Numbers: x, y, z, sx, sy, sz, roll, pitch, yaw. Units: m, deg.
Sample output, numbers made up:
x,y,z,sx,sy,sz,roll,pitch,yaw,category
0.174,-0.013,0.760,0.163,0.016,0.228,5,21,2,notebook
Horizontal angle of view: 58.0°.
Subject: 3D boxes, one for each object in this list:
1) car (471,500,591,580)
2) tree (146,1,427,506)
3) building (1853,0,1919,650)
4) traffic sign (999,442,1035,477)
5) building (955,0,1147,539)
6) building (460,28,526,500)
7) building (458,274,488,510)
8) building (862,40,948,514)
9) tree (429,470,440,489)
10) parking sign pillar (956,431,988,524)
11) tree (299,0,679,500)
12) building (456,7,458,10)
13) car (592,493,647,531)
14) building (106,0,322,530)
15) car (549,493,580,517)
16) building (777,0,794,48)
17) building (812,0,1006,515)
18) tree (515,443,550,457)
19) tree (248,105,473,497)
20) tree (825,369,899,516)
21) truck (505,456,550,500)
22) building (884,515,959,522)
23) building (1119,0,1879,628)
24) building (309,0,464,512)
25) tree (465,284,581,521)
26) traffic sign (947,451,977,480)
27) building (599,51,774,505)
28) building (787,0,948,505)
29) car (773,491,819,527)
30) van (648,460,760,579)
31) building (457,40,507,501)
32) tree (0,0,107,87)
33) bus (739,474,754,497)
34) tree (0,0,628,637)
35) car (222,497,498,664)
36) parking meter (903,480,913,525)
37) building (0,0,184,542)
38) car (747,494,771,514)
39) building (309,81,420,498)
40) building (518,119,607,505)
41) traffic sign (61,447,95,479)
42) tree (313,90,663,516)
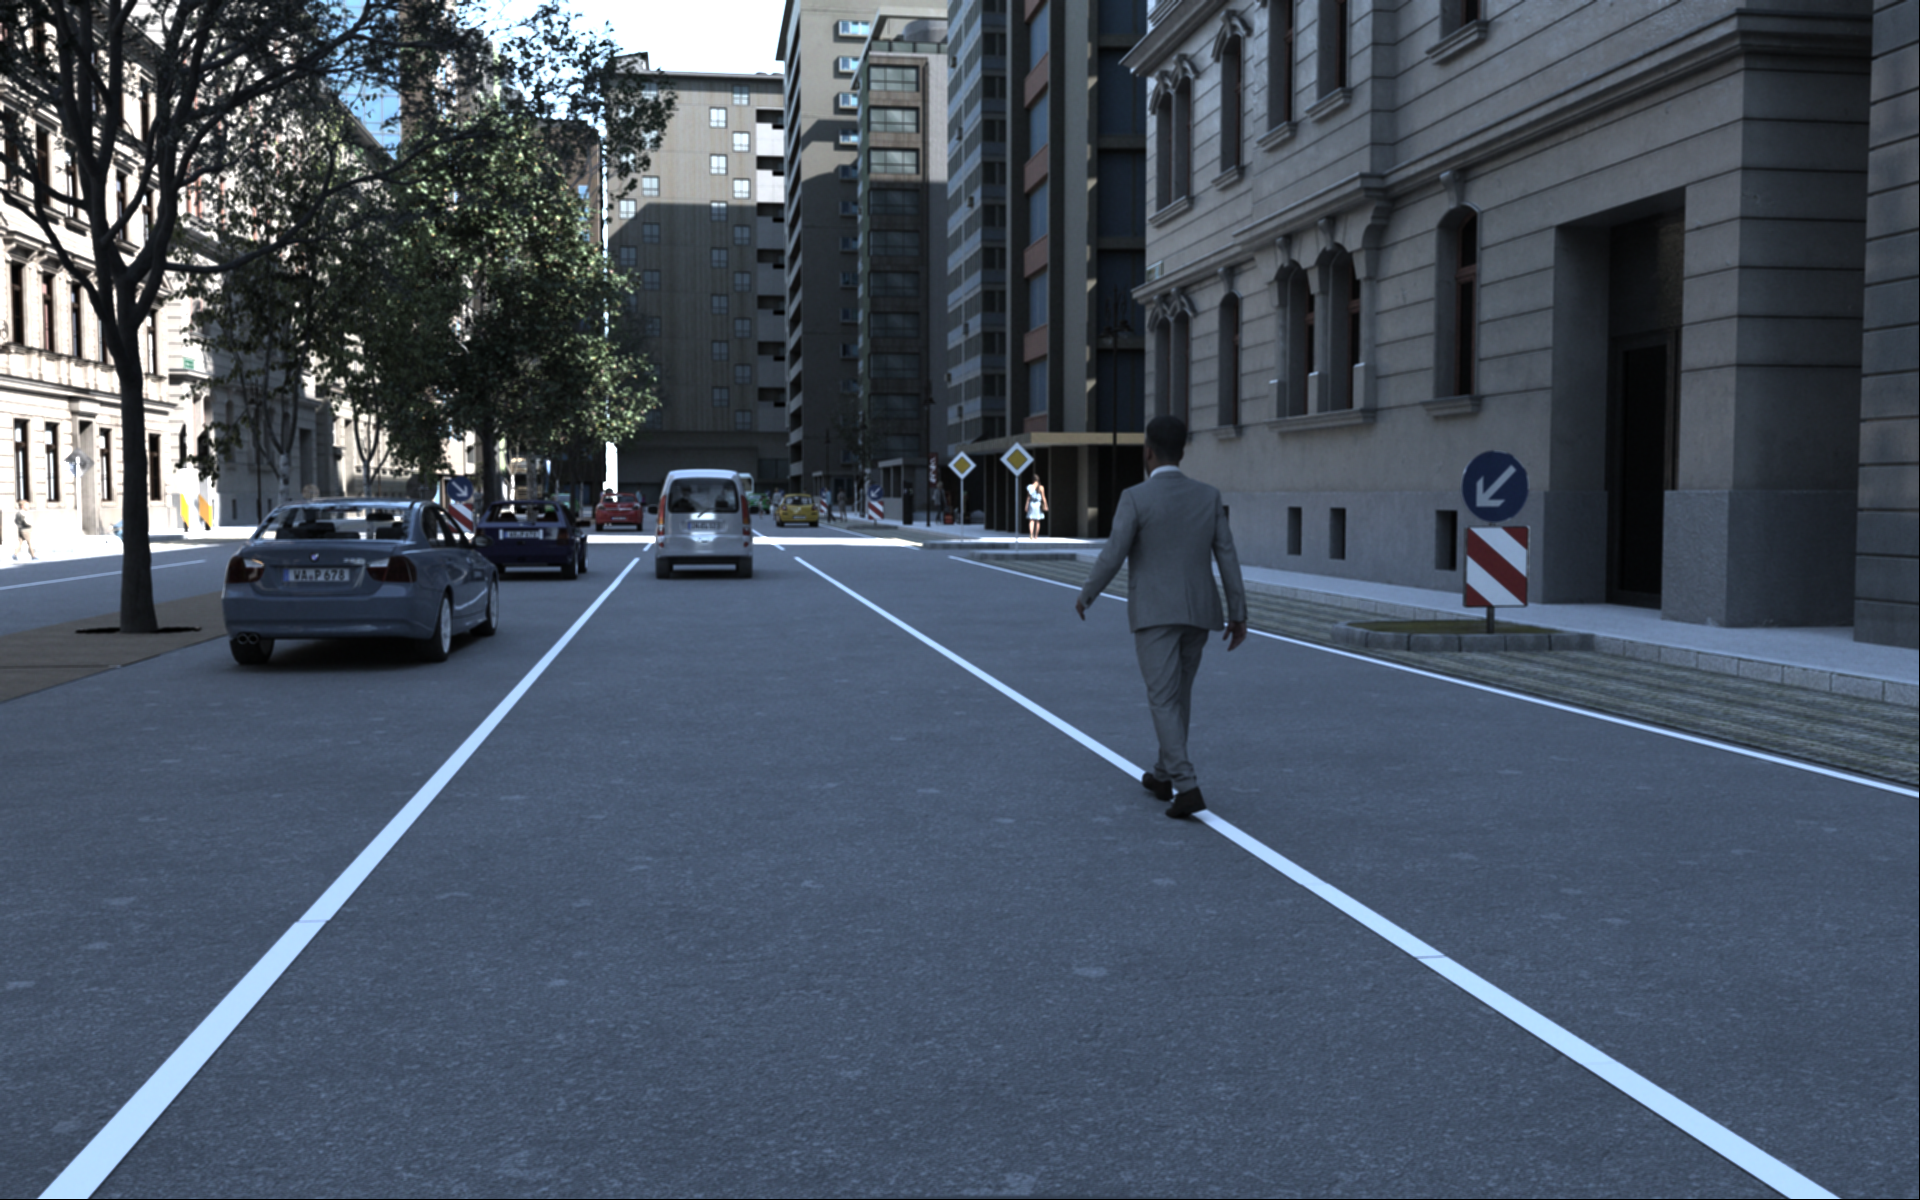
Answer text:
x,y,z,sx,sy,sz,roll,pitch,yaw,category
-7.470,-1.080,30.235,1.945,1.354,3.894,-1,4,-9,car
-10.032,-4.450,25.576,4.360,8.622,3.978,0,3,0,tree
15.309,-13.635,0.433,11.434,29.767,29.804,-1,4,-9,building
1.283,-2.214,38.387,0.795,2.593,0.064,-1,4,-9,traffic sign
14.627,-24.785,59.865,28.867,44.769,22.147,-1,4,-9,building
-60.297,-34.117,177.415,30.456,49.044,23.786,-1,4,-9,building
-45.221,-22.342,136.989,14.160,30.474,14.107,-1,4,-9,building
0.314,-21.002,115.084,14.160,30.474,14.107,-1,4,-9,building
-35.978,-7.458,116.532,1.663,3.219,1.824,0,3,0,tree
0.553,-5.251,74.332,1.447,3.967,1.447,0,4,1,parking sign pillar
-17.288,-12.621,64.693,12.611,20.169,13.585,0,3,0,tree
-72.580,-54.574,204.951,31.000,86.520,22.319,-1,4,-9,building
-13.359,-3.601,67.922,2.155,1.783,4.494,-1,4,-10,car
-35.693,-17.397,71.829,14.401,28.519,23.554,-1,4,-9,building
-24.190,-5.908,105.385,1.959,1.807,4.718,0,4,-8,car
-4.501,-36.374,183.953,28.713,52.752,27.495,-1,4,-9,building
4.785,-27.180,136.270,32.217,40.220,23.993,-1,4,-9,building
-42.656,-14.026,163.738,8.767,10.594,7.601,0,4,7,tree
-11.145,-4.872,32.471,4.737,8.622,4.395,0,3,0,tree
-5.967,-9.293,102.308,4.360,8.622,3.978,0,3,0,tree
-31.945,-8.536,128.476,2.839,4.237,11.283,-1,4,-10,truck
12.361,-24.291,89.042,32.217,40.220,23.993,-1,4,-9,building
11.783,-14.692,27.610,14.401,28.519,23.554,-1,4,-9,building
-43.497,-28.893,122.508,14.600,45.320,14.200,-1,4,-9,building
-14.744,-6.357,56.764,4.360,8.622,3.978,0,3,0,tree
0.075,-2.697,46.281,0.795,2.593,0.064,-1,4,-9,traffic sign
-30.211,-38.354,216.322,27.495,52.752,28.713,-1,4,-9,building
-4.478,-32.711,158.530,21.300,48.544,21.600,-1,4,-9,building
-7.181,-4.032,76.148,2.015,1.641,3.980,-1,4,-9,car
-4.558,-1.457,30.828,2.013,2.044,4.112,-1,4,-8,van
-47.635,-28.559,150.526,14.154,41.232,14.086,-1,4,-9,building
-6.932,-4.327,7.622,8.767,10.594,7.601,-1,4,-9,tree
-20.691,-10.205,161.717,2.948,3.499,13.247,0,4,-8,bus
-8.414,-6.390,17.308,12.009,13.543,11.850,0,3,0,tree
-5.401,-0.242,15.965,2.014,1.417,4.499,0,4,-7,car
-2.172,-4.069,72.236,0.399,1.863,0.255,3,5,44,parking meter
-31.057,-11.411,51.196,10.561,19.102,19.286,-1,4,-9,building
-14.538,-7.055,124.142,1.959,1.807,4.718,0,4,-8,car
-40.609,-16.212,98.346,16.112,22.955,30.059,-1,4,-9,building
-49.712,-34.010,206.168,14.200,45.320,14.600,-1,4,-9,building
-21.868,-2.493,42.956,0.795,2.593,0.064,-1,4,-9,traffic sign
-13.299,-7.904,48.703,9.611,12.733,9.660,0,3,0,tree
